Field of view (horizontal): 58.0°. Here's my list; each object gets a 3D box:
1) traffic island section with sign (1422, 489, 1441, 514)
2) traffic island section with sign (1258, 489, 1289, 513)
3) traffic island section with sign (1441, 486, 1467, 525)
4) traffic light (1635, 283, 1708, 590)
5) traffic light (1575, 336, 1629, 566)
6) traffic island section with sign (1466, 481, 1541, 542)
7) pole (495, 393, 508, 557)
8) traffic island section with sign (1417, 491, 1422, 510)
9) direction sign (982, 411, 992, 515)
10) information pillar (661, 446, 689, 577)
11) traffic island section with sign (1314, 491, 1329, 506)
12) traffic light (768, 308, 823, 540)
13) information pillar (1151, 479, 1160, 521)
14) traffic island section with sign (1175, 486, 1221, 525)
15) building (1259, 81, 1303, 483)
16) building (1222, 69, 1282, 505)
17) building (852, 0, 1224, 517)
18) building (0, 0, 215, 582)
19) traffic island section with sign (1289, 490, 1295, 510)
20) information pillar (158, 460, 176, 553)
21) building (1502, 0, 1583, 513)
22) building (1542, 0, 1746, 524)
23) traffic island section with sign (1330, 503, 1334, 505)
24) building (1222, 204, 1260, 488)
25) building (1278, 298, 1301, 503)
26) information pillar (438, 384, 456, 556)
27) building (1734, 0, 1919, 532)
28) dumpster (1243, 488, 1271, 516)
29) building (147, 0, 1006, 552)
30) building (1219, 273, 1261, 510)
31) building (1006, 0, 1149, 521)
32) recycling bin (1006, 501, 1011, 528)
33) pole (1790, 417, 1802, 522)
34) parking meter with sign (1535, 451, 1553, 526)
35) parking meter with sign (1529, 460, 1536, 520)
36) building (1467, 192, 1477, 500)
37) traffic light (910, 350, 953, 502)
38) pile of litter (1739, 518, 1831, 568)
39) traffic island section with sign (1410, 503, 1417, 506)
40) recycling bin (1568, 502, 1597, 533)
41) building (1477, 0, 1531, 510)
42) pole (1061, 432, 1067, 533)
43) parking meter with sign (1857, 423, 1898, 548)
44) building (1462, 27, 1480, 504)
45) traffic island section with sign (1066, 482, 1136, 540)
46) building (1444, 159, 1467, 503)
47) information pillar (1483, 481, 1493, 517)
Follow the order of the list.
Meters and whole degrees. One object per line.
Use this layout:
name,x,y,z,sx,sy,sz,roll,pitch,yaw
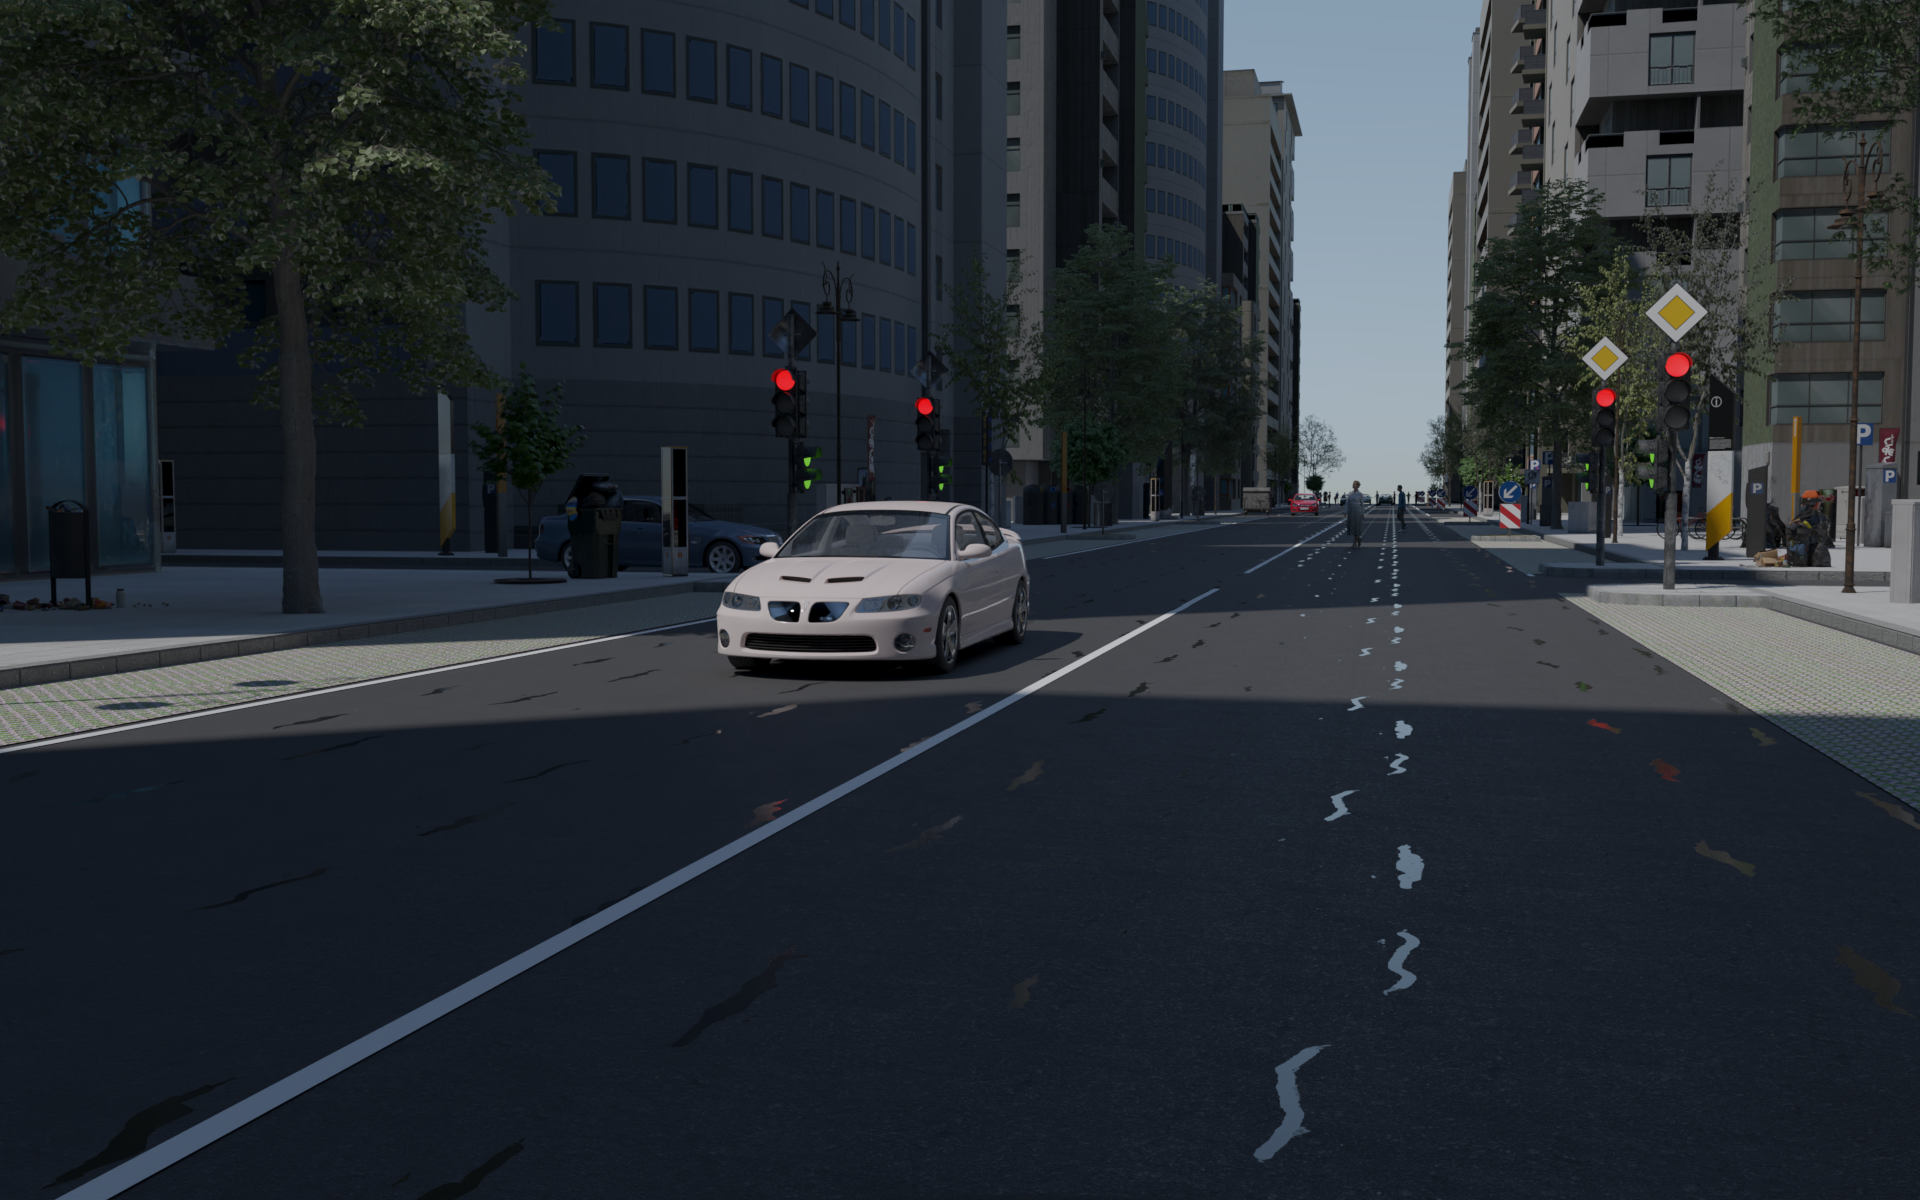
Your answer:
traffic island section with sign,35.117,-7.235,126.925,1.989,1.847,2.006,1,4,14
traffic island section with sign,23.534,-7.467,130.714,1.989,1.847,2.006,1,4,14
traffic island section with sign,23.273,-4.334,79.488,1.989,1.847,2.006,1,4,14
traffic light,9.518,-2.096,23.184,0.839,4.253,0.868,1,4,14
traffic light,11.454,-2.569,30.932,0.839,4.253,0.868,1,4,14
traffic island section with sign,16.609,-2.702,52.812,1.989,1.847,2.006,1,4,14
pole,-9.317,-2.528,35.183,0.158,3.312,0.155,0,3,0
traffic island section with sign,41.842,-8.881,153.834,1.989,1.847,2.006,1,4,14
direction sign,0.736,-3.410,47.752,0.379,3.537,0.876,1,4,17
information pillar,-4.434,-1.373,26.935,0.304,2.012,0.304,-3,5,-40
traffic island section with sign,43.561,-12.373,210.923,1.989,1.847,2.006,1,4,14
traffic light,-2.528,-2.278,26.166,0.839,4.253,0.868,1,4,14
information pillar,9.231,-4.734,81.900,0.304,2.012,0.304,3,5,45
traffic island section with sign,11.260,-4.466,81.640,1.989,1.847,2.006,1,4,14
building,29.683,-39.087,228.313,28.713,52.752,27.495,1,4,14
building,26.199,-35.473,203.687,21.300,48.544,21.600,1,4,14
building,6.858,-35.568,123.533,21.231,58.520,28.212,1,4,14
building,-27.777,-24.536,20.772,30.456,49.044,23.786,1,4,14
traffic island section with sign,30.135,-9.085,157.172,1.989,1.847,2.006,1,4,14
information pillar,-17.215,-2.020,37.524,0.304,2.012,0.304,3,5,43
building,50.623,-28.603,122.276,22.147,44.769,28.867,1,4,14
building,44.157,-30.342,85.334,28.713,52.752,27.495,1,4,14
traffic island section with sign,50.182,-13.992,237.392,1.989,1.847,2.006,1,4,14
building,22.149,-24.515,172.528,14.160,30.474,14.107,1,4,14
building,41.102,-29.104,247.549,14.160,30.474,14.107,1,4,14
information pillar,-10.675,-2.731,36.002,0.504,3.616,0.183,3,5,43
building,33.657,-17.504,57.886,14.160,30.474,14.107,1,4,14
dumpster,19.669,-6.517,114.760,1.865,1.857,1.264,1,4,14
building,-11.852,-31.151,51.319,21.231,58.520,28.212,1,4,14
building,11.411,-18.830,152.904,27.650,21.520,28.899,1,4,14
building,1.434,-19.261,86.620,14.160,30.474,14.107,1,4,14
recycling bin,1.447,-3.214,65.099,0.722,1.027,0.722,-2,4,-32
pole,22.083,-3.175,45.759,0.158,3.312,0.155,0,3,0
parking meter with sign,23.606,-4.486,69.612,0.543,3.016,1.738,2,4,23
parking meter with sign,28.904,-5.575,87.412,0.543,3.016,1.738,2,4,23
building,56.143,-24.110,165.895,14.160,30.474,14.107,1,4,14
traffic light,-0.593,-2.752,33.914,0.839,4.253,0.868,1,4,14
pile of litter,14.608,-1.018,30.610,1.719,0.858,1.176,0,4,3
traffic island section with sign,55.204,-12.150,207.271,1.989,1.847,2.006,1,4,14
recycling bin,20.478,-2.716,56.962,0.722,1.027,0.722,3,5,42
building,55.441,-32.015,147.152,21.300,48.544,21.600,1,4,14
pole,3.408,-3.854,56.852,0.158,3.312,0.155,0,3,0
parking meter with sign,22.143,-2.777,41.665,0.543,3.016,1.738,0,4,-4
building,74.660,-41.382,218.586,21.231,58.520,28.212,1,4,14
traffic island section with sign,4.494,-2.808,54.537,1.989,1.847,2.006,1,4,14
building,79.915,-37.950,244.186,21.300,48.544,21.600,1,4,14
information pillar,30.458,-5.849,100.130,0.304,2.012,0.304,2,4,29
